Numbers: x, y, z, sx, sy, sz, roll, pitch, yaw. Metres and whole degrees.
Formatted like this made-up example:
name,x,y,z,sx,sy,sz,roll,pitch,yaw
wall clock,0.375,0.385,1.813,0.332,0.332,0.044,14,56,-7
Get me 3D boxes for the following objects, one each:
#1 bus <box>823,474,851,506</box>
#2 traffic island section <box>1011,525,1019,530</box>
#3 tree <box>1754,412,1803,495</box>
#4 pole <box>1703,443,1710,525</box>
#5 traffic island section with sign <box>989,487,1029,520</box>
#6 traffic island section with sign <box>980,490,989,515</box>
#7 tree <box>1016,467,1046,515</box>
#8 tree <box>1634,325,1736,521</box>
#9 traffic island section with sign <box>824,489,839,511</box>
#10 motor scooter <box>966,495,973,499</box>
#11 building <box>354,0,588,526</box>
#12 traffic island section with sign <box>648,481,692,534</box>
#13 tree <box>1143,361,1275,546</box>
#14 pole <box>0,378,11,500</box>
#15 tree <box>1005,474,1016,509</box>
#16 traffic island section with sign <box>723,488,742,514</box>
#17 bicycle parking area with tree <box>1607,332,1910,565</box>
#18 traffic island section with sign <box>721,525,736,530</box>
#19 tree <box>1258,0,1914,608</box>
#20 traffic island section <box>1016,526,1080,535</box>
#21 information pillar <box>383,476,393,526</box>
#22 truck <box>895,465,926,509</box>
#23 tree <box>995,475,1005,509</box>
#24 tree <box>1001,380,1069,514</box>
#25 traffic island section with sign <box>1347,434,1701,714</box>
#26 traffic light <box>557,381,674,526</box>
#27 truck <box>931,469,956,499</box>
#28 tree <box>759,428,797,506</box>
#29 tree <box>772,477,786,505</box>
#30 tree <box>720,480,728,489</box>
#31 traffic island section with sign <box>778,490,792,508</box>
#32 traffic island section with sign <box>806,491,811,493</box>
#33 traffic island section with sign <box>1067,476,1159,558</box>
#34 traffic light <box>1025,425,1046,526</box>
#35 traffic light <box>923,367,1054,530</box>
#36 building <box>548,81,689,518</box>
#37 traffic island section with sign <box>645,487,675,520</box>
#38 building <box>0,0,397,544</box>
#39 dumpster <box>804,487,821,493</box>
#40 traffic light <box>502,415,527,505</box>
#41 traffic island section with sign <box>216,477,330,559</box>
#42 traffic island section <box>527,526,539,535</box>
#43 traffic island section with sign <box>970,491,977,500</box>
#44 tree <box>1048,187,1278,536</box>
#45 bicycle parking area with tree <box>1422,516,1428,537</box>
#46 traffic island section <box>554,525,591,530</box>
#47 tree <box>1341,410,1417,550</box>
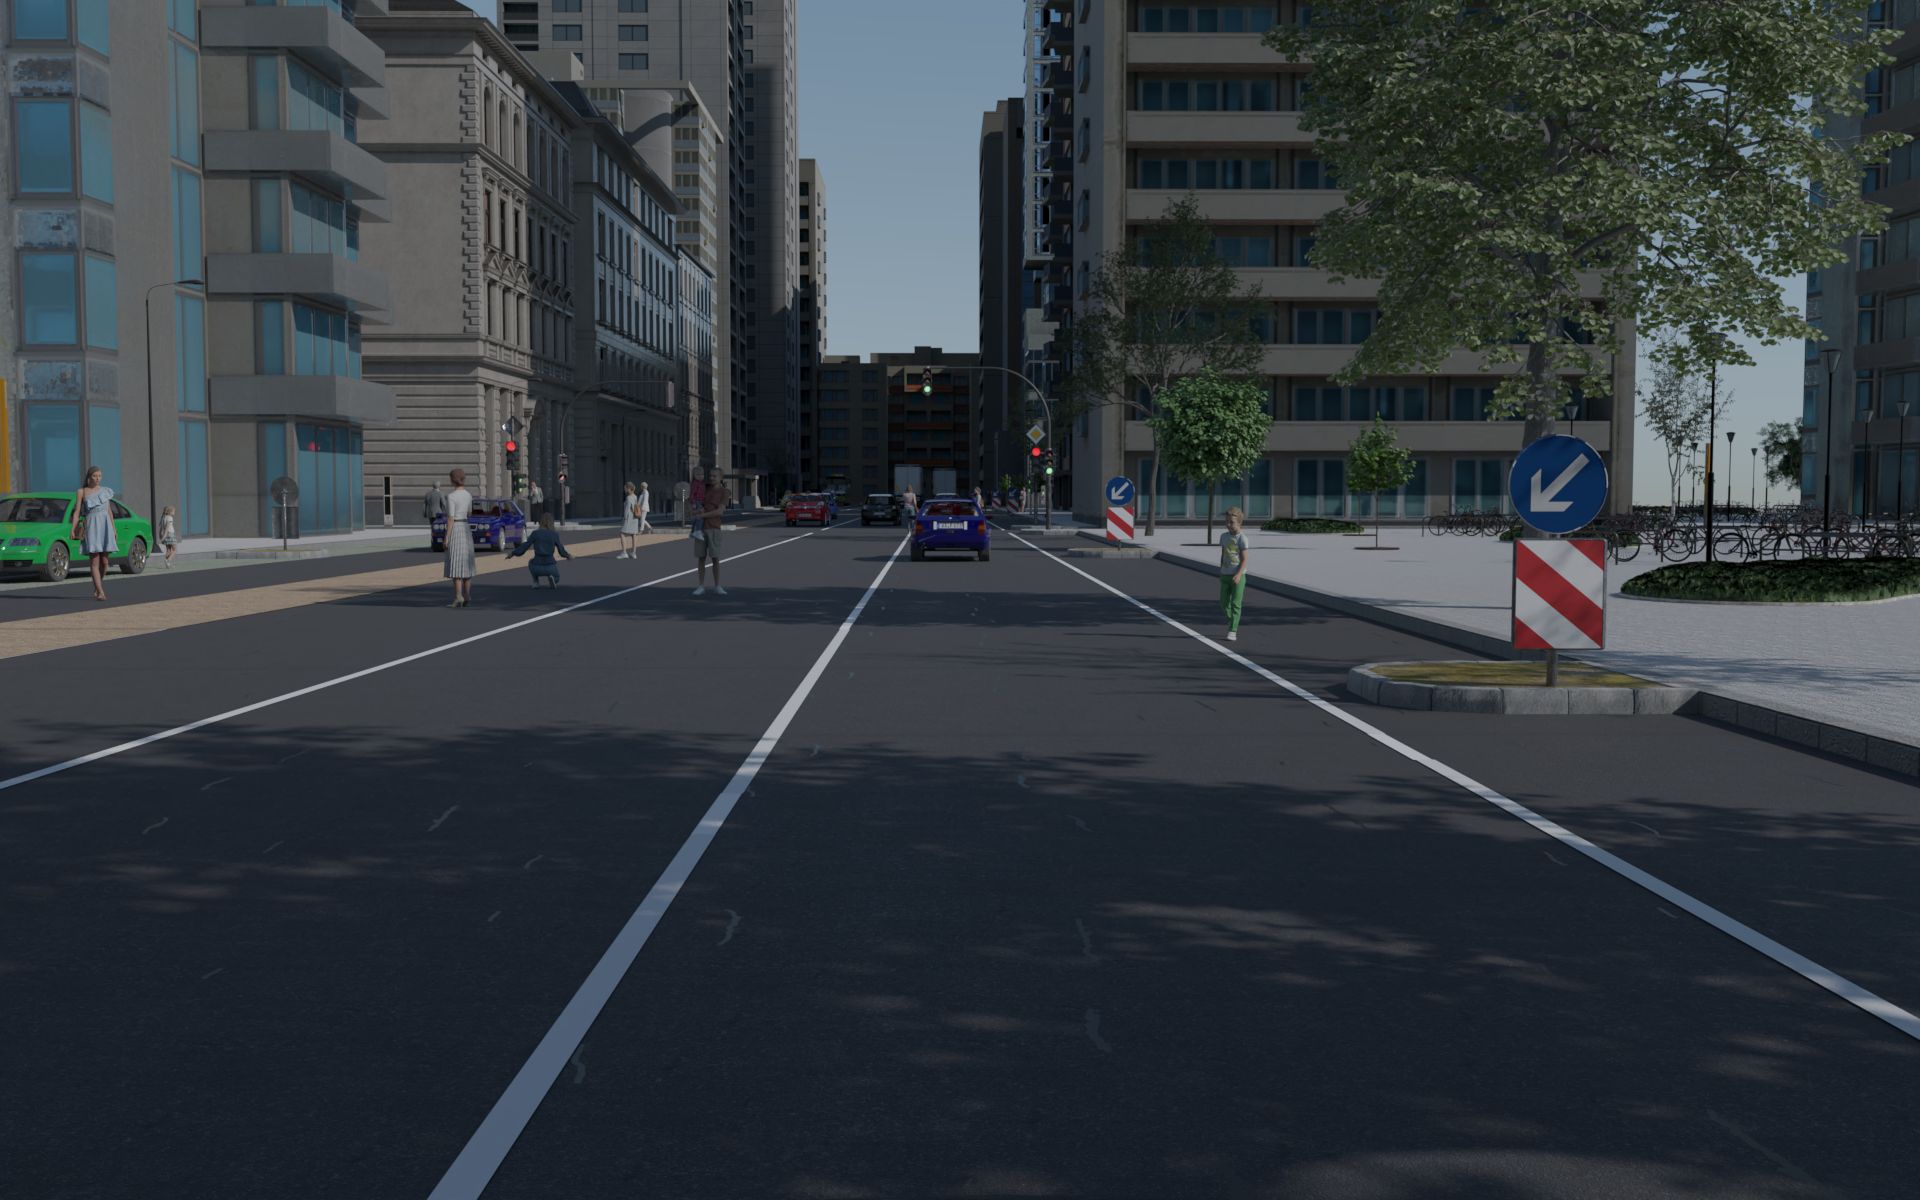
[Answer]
name,x,y,z,sx,sy,sz,roll,pitch,yaw
bus,-14.973,-13.575,213.503,2.896,3.916,12.252,0,4,-1
traffic island section,3.084,-2.926,70.124,2.009,0.180,2.903,0,4,-1
tree,59.477,-9.359,115.926,11.467,7.101,20.602,0,4,-7
pole,29.889,-4.614,69.278,0.158,3.312,0.155,0,3,0
traffic island section with sign,2.758,-5.293,95.170,1.989,1.847,2.006,0,4,-1
traffic island section with sign,2.421,-6.942,122.123,1.989,1.847,2.006,0,4,-1
tree,4.828,-6.803,105.837,1.663,3.219,1.824,0,3,0
tree,30.571,-7.551,73.820,4.360,8.622,3.978,0,3,0
traffic island section with sign,-11.102,-8.355,144.748,2.006,1.907,1.989,0,4,-1
motor scooter,1.119,-11.292,197.397,0.815,1.314,1.986,0,4,-1
building,-24.339,-15.285,78.790,11.050,23.489,19.941,0,4,-1
traffic island section with sign,-10.041,-3.307,62.209,2.006,1.907,1.989,0,4,-1
tree,6.144,-3.624,42.963,4.285,4.588,4.351,0,3,0
pole,-16.931,-2.252,30.662,0.158,3.312,0.155,0,3,0
tree,5.269,-9.424,148.677,1.663,3.219,1.824,0,3,0
traffic island section with sign,-16.399,-6.931,121.948,1.989,1.847,2.006,0,4,-1
bicycle parking area with tree,15.240,-2.799,32.758,8.231,4.147,9.016,-2,4,-29
traffic island section with sign,-10.127,-3.760,69.616,2.006,1.907,1.989,0,4,-1
tree,6.762,-6.182,19.202,7.486,12.596,7.792,0,3,0
traffic island section,3.187,-2.438,62.140,2.009,0.180,2.903,0,4,-1
information pillar,-22.697,-3.929,68.732,0.304,2.012,0.304,-1,4,-10
truck,-4.909,-11.055,169.664,2.839,4.237,11.283,0,4,1
tree,4.154,-9.654,152.438,1.663,3.219,1.824,0,3,0
tree,4.791,-9.843,111.303,4.737,8.622,4.395,0,3,0
traffic island section with sign,3.834,-0.220,12.218,1.989,1.847,2.006,0,4,-1
traffic light,-13.925,-5.819,69.812,4.771,5.953,1.251,0,4,-1
truck,-1.790,-12.672,196.098,2.839,4.237,11.283,0,4,-2
tree,-20.474,-14.916,194.233,4.360,8.622,3.978,0,3,0
tree,-20.676,-12.465,198.410,1.663,3.219,1.824,0,3,0
tree,-19.664,-8.978,141.392,1.663,3.219,1.824,0,3,0
traffic island section with sign,-17.036,-10.008,172.258,1.989,1.847,2.006,0,4,-1
traffic island section with sign,-17.393,-11.656,199.211,1.989,1.847,2.006,0,4,-1
traffic island section with sign,3.479,-1.902,39.719,1.989,1.847,2.006,0,4,-1
traffic light,3.044,-4.960,70.010,0.839,4.253,0.868,0,4,-1
traffic light,1.056,-5.333,61.857,4.771,5.953,1.251,0,4,-1
building,-26.507,-16.596,104.631,16.112,22.955,30.059,0,4,-1
traffic island section with sign,-16.037,-5.252,94.490,1.989,1.847,2.006,0,4,-1
building,-33.213,-26.250,48.792,30.456,49.044,23.786,0,4,-1
dumpster,-17.675,-12.404,207.753,1.985,2.255,1.502,0,4,-1
traffic light,-15.913,-4.455,61.766,0.839,4.253,0.868,0,4,-1
traffic island section with sign,-15.337,-1.852,38.904,1.989,1.847,2.006,0,4,-1
traffic island section,-15.953,-2.423,61.900,2.009,0.180,2.903,0,4,-1
traffic island section with sign,1.784,-9.993,172.017,1.989,1.847,2.006,0,4,-1
tree,6.106,-7.227,52.578,7.601,10.594,8.767,1,4,21
bicycle parking area with tree,18.379,-4.047,53.169,9.016,4.147,8.231,3,5,44
traffic island section,-16.056,-2.912,69.884,2.009,0.180,2.903,0,4,-1
tree,9.518,-2.772,39.927,1.663,3.219,1.824,0,3,0
